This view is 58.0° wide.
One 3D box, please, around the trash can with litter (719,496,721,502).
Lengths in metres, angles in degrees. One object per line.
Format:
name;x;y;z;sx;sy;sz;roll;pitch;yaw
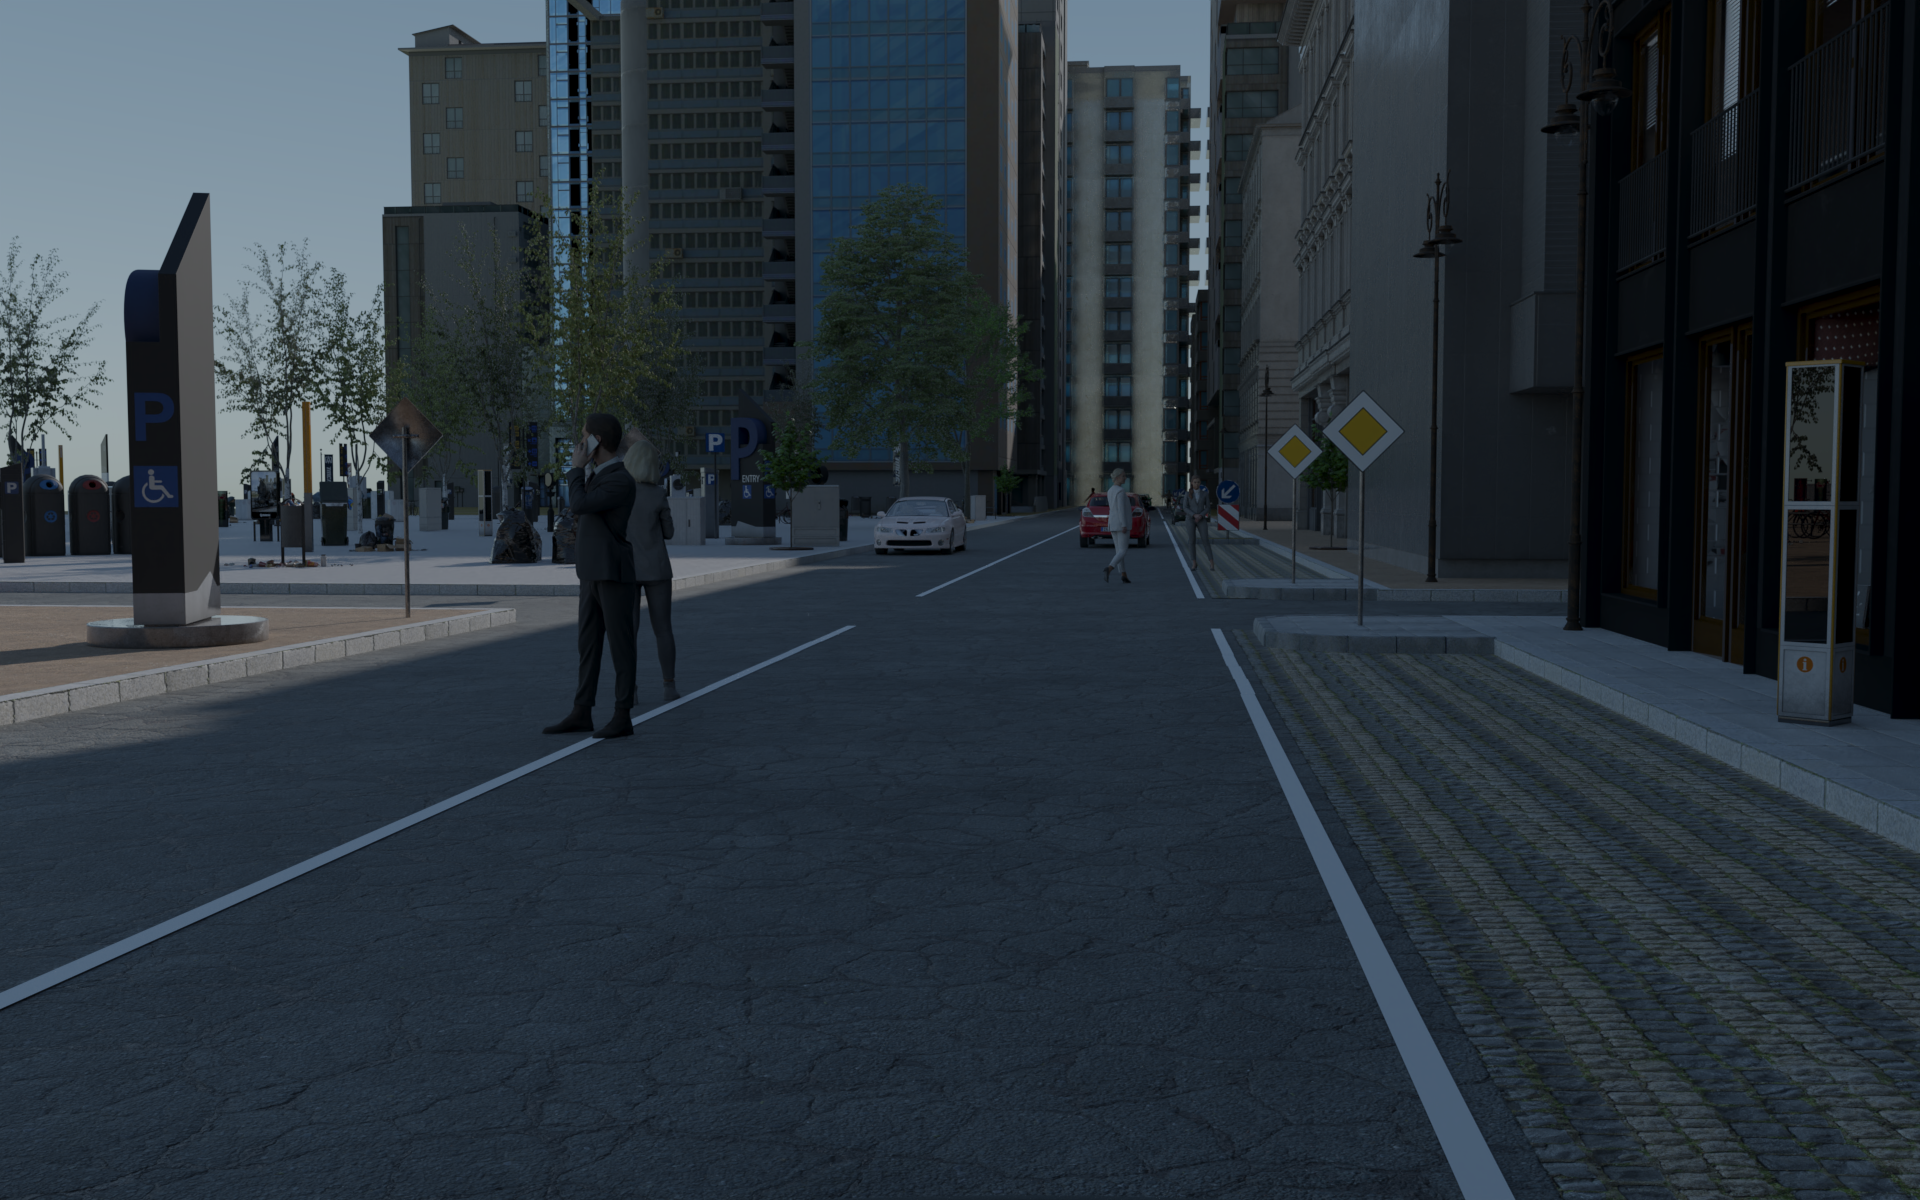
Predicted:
trash can with litter;-12.920;-4.768;89.015;2.233;1.210;1.678;-3;5;-42

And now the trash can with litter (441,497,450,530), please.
trash can with litter;-18.835;-3.105;62.162;1.055;1.170;0.624;1;4;20

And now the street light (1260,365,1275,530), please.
street light;10.943;-5.451;61.911;0.468;5.910;1.993;0;4;6

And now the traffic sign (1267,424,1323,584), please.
traffic sign;4.780;-1.293;24.781;0.795;2.450;0.064;0;4;6

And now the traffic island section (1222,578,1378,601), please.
traffic island section;4.804;-0.157;24.856;2.009;0.180;2.903;0;4;6

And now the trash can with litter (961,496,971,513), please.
trash can with litter;0.607;-5.276;97.648;1.055;1.170;0.624;0;4;-1

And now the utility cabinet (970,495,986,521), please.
utility cabinet;0.872;-4.435;83.680;0.306;1.237;1.020;2;4;30

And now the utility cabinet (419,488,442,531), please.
utility cabinet;-18.366;-3.140;60.016;0.318;1.500;1.173;0;4;7

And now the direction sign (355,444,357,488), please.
direction sign;-27.335;-5.288;78.463;0.379;3.537;0.876;-1;4;-22

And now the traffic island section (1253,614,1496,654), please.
traffic island section;3.928;0.328;16.919;2.009;0.180;2.903;0;4;6

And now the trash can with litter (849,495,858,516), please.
trash can with litter;-6.391;-5.430;99.839;2.233;1.210;1.678;0;4;-1

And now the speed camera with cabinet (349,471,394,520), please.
speed camera with cabinet;-29.498;-5.659;86.853;2.038;3.252;0.660;0;4;2

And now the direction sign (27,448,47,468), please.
direction sign;-45.776;-5.747;85.958;0.876;3.537;0.379;-2;4;-26

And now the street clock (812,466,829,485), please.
street clock;-3.554;-2.402;43.839;0.358;2.002;0.471;-3;5;-42

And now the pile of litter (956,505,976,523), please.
pile of litter;0.109;-3.827;76.529;1.176;0.858;1.719;0;4;7

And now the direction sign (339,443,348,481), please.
direction sign;-27.530;-5.223;77.388;0.379;3.537;0.876;0;4;2

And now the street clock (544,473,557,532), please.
street clock;-13.790;-3.289;58.347;0.471;2.002;0.358;3;5;42

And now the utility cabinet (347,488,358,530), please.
utility cabinet;-21.529;-3.191;60.853;1.173;1.500;0.318;3;4;36

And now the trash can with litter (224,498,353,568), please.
trash can with litter;-12.062;-1.206;30.771;2.233;1.210;1.678;2;4;25

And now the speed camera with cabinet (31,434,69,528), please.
speed camera with cabinet;-29.790;-3.879;57.765;2.038;3.252;0.660;-2;4;-34

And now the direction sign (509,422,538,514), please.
direction sign;-13.693;-3.816;54.396;0.876;3.537;0.379;0;4;-8

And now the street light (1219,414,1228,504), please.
street light;14.986;-7.693;98.567;0.468;5.910;1.993;0;4;6

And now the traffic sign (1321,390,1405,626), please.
traffic sign;3.904;-0.807;16.844;0.795;2.450;0.064;0;4;6

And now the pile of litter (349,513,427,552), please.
pile of litter;-12.857;-1.532;39.010;1.719;0.858;1.176;-1;4;-16

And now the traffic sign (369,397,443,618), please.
traffic sign;-5.730;-0.874;17.924;0.795;2.450;0.064;0;4;6

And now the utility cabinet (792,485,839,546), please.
utility cabinet;-3.539;-2.054;42.266;1.173;1.500;0.318;0;4;-7

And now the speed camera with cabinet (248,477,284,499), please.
speed camera with cabinet;-37.766;-6.118;94.372;0.660;3.252;2.038;2;4;30

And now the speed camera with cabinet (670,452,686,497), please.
speed camera with cabinet;-13.956;-5.325;81.407;2.038;3.252;0.660;-1;4;-17

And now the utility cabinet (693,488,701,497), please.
utility cabinet;-9.923;-3.554;66.788;0.318;1.500;1.173;1;4;14

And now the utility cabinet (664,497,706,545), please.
utility cabinet;-6.920;-1.978;43.500;1.020;1.237;0.306;1;4;16

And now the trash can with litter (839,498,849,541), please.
trash can with litter;-3.389;-2.193;47.241;0.624;1.170;1.055;-1;4;-16

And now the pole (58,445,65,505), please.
pole;-37.321;-4.777;71.940;0.158;3.312;0.155;0;3;0

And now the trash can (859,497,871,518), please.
trash can;-5.115;-5.010;93.561;0.748;1.137;0.748;0;3;0

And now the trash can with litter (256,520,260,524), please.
trash can with litter;-29.451;-3.804;73.578;1.055;1.170;0.624;-3;5;-44

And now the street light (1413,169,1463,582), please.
street light;6.877;-3.198;25.079;0.468;5.910;1.993;0;4;6

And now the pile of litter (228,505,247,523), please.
pile of litter;-32.522;-3.841;76.767;1.719;0.858;1.176;-1;4;-17

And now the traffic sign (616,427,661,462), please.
traffic sign;-4.853;-1.359;25.861;0.795;2.450;0.064;0;4;6

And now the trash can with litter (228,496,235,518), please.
trash can with litter;-38.428;-4.854;90.744;0.624;1.170;1.055;2;4;24

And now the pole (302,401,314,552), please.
pole;-14.389;-2.713;38.207;0.158;3.312;0.155;0;3;0

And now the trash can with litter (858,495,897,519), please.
trash can with litter;-3.944;-4.842;90.216;2.233;1.210;1.678;0;4;5

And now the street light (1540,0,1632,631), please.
street light;5.781;-2.652;16.156;0.468;5.910;1.993;0;4;6

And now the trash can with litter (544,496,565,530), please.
trash can with litter;-14.479;-3.131;62.242;1.678;1.210;2.233;0;4;-5

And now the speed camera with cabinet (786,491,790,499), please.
speed camera with cabinet;-7.337;-5.456;83.548;2.038;3.252;0.660;-1;4;-19
